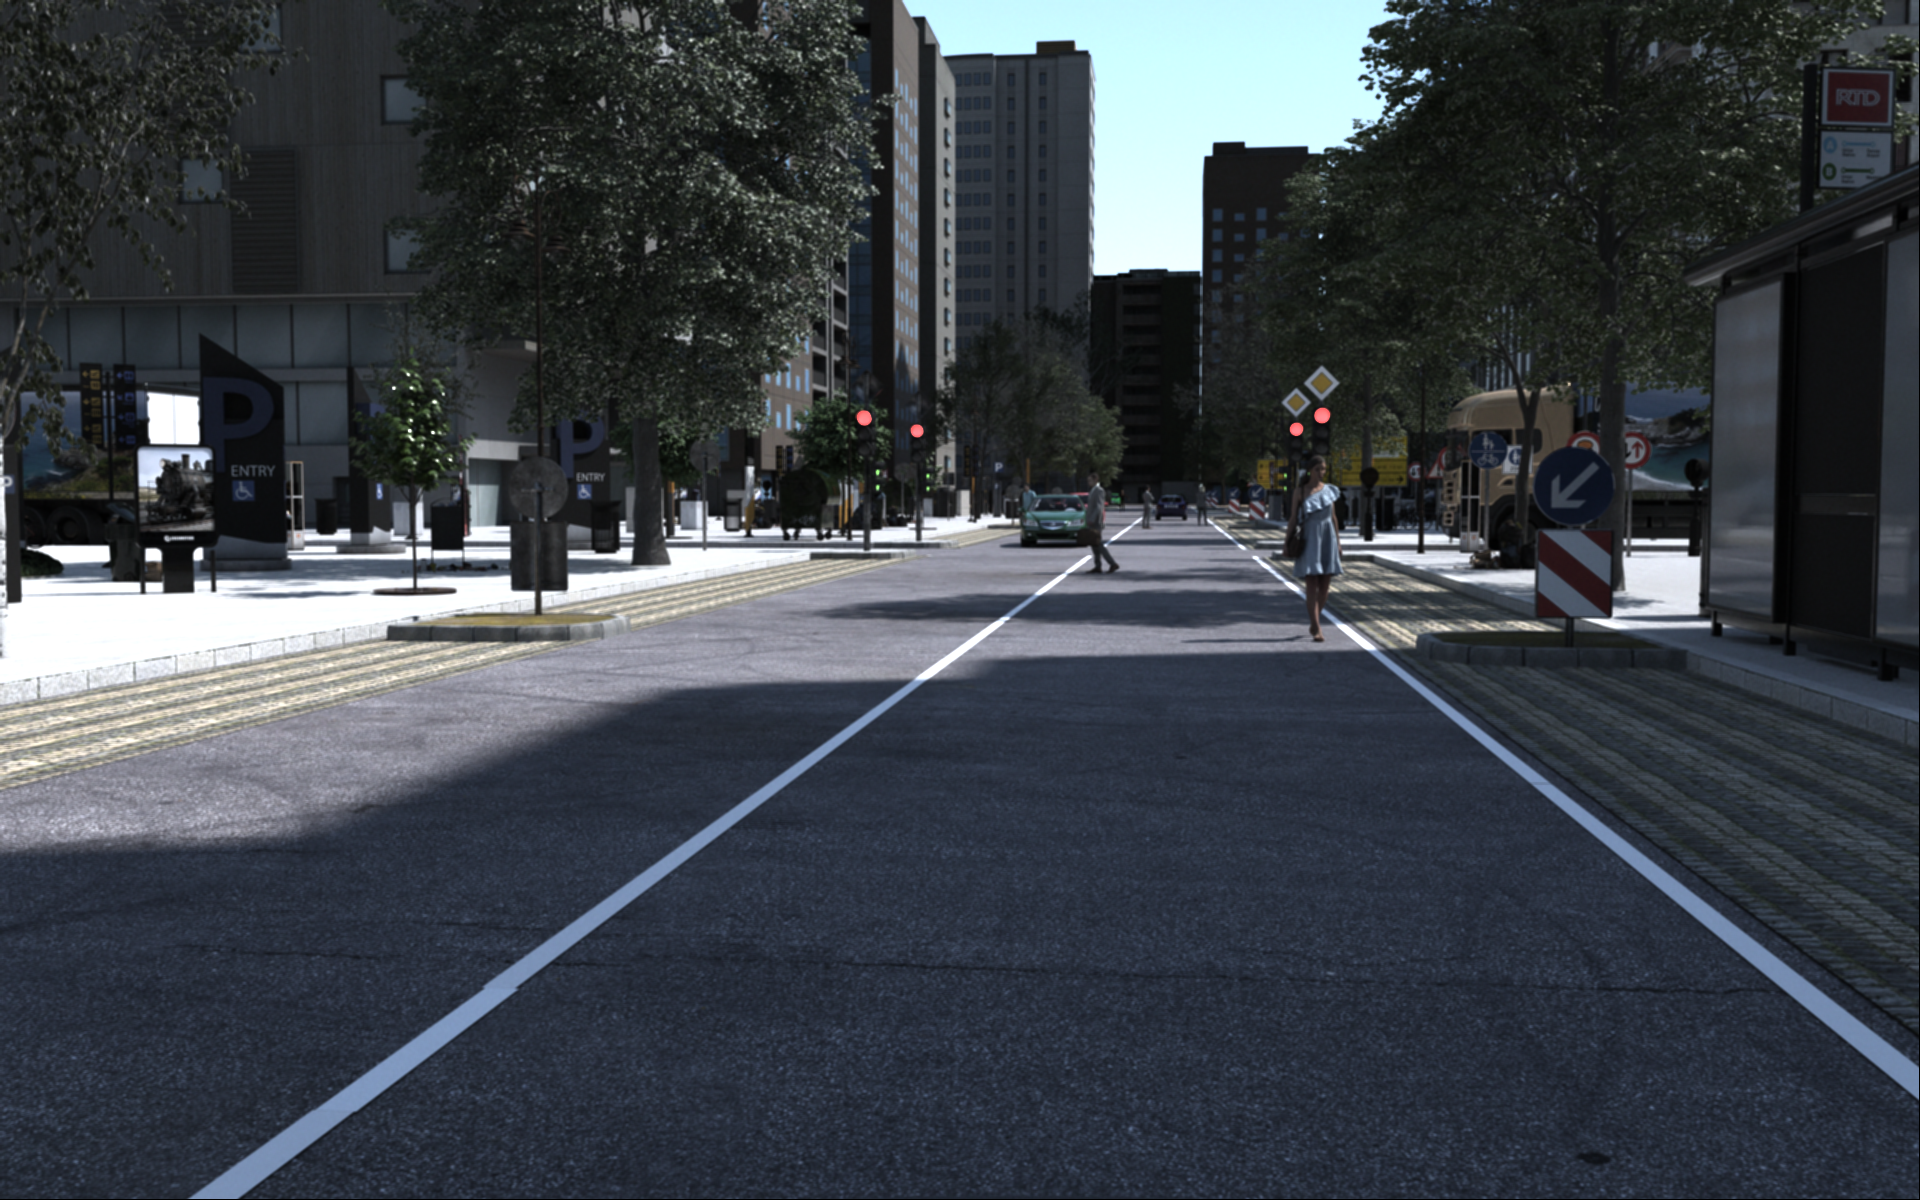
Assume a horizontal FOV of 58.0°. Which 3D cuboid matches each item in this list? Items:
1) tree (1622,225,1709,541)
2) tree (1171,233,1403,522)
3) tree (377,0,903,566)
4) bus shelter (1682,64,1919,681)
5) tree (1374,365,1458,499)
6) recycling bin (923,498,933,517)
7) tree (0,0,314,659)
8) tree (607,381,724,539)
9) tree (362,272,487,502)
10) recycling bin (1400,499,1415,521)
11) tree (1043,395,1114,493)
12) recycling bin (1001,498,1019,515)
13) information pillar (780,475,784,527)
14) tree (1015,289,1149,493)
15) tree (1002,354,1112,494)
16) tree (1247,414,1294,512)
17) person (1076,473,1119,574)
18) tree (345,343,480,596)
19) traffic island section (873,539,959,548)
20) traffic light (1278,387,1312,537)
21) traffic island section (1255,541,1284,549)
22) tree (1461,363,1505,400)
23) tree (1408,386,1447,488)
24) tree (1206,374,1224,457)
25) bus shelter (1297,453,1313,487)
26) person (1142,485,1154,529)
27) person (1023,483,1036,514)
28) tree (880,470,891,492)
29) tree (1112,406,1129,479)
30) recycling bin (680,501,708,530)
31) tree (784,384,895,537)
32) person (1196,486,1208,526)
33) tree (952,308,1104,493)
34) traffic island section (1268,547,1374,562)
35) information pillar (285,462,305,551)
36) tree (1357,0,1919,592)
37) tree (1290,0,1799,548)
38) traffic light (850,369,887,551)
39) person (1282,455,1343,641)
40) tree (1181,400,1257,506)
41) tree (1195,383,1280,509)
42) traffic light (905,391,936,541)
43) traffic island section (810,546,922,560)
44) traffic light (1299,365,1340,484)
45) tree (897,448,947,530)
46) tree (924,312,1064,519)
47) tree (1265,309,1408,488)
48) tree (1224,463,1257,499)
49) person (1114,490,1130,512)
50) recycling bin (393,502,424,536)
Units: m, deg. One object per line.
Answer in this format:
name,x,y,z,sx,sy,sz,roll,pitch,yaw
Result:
tree,19.111,-5.923,47.197,4.360,8.622,3.978,0,3,0
tree,15.495,-10.432,80.927,12.009,13.543,11.850,0,3,0
tree,-5.580,-7.591,30.766,9.857,13.997,8.962,0,3,0
bus shelter,7.404,-2.223,13.981,2.179,5.291,8.768,0,4,7
tree,23.988,-8.752,93.452,4.360,8.622,3.978,0,3,0
recycling bin,-1.657,-5.286,98.984,0.722,1.027,0.722,3,4,37
tree,-7.275,-3.853,13.352,4.360,8.622,3.978,0,3,0
tree,-8.484,-4.057,50.046,4.285,4.588,4.351,0,3,0
tree,-18.104,-6.593,58.162,4.360,8.622,3.978,0,3,0
recycling bin,21.658,-4.361,83.856,0.722,1.027,0.722,0,4,1
tree,12.342,-15.631,181.324,9.928,11.665,9.643,0,3,0
recycling bin,3.078,-5.597,104.071,0.722,1.027,0.722,1,4,19
information pillar,-6.602,-3.736,65.572,0.304,2.012,0.304,2,4,27
tree,11.642,-18.468,157.839,12.611,20.169,13.585,0,3,0
tree,7.328,-13.418,137.505,7.486,12.596,7.792,0,3,0
tree,21.948,-10.570,123.175,4.360,8.622,3.978,0,3,0
person,2.444,-1.387,31.304,0.853,1.813,0.709,-1,4,-15
tree,-6.955,-1.700,22.394,1.663,3.219,1.824,0,3,0
traffic island section,-1.140,-1.517,47.086,2.009,0.180,2.903,0,4,7
traffic light,8.836,-3.475,45.734,0.839,4.253,0.868,0,4,7
traffic island section,8.874,-1.441,45.843,2.009,0.180,2.903,0,4,7
tree,29.441,-9.000,97.516,4.360,8.622,3.978,0,3,0
tree,29.130,-9.781,110.280,4.737,8.622,4.395,0,3,0
tree,12.360,-8.203,52.252,7.486,12.596,7.792,0,3,0
bus shelter,18.995,-7.043,92.784,2.179,5.291,8.768,0,4,7
person,7.820,-3.860,71.794,0.466,1.800,0.511,-3,5,-44
person,2.466,-3.158,60.156,0.660,1.820,0.620,3,5,39
tree,-5.275,-7.410,115.750,1.663,3.219,1.824,0,3,0
tree,15.600,-17.178,198.983,7.486,12.596,7.792,0,3,0
recycling bin,-9.535,-3.031,62.108,0.722,1.027,0.722,2,4,29
tree,-3.596,-4.171,51.917,4.285,4.588,4.351,0,3,0
person,10.811,-4.209,77.495,0.537,1.800,0.526,3,4,37
tree,4.303,-12.488,114.547,12.009,13.543,11.850,0,3,0
traffic island section,7.890,-0.956,37.918,2.009,0.180,2.903,0,4,7
information pillar,-15.115,-2.130,39.311,0.304,2.012,0.304,3,4,36
tree,8.469,-6.418,23.059,7.486,12.596,7.792,0,3,0
tree,10.217,-5.929,31.349,8.767,10.594,7.601,1,4,12
traffic light,-2.085,-3.064,39.022,0.839,4.253,0.868,0,4,7
person,3.469,-0.519,17.077,0.616,1.811,0.778,0,4,2
tree,28.617,-16.610,188.585,9.611,12.733,9.660,0,3,0
tree,24.585,-13.900,153.015,9.928,11.665,9.643,0,3,0
traffic light,-1.101,-3.549,46.947,0.839,4.253,0.868,0,4,7
traffic island section,-2.124,-1.032,39.162,2.009,0.180,2.903,0,4,7
traffic light,7.852,-2.990,37.809,0.839,4.253,0.868,0,4,7
tree,-1.302,-4.151,62.473,1.663,3.219,1.824,0,3,0
tree,1.211,-9.426,88.535,7.601,10.594,8.767,2,4,28
tree,13.508,-6.952,64.032,4.737,8.622,4.395,0,3,0
tree,27.902,-11.517,172.014,4.285,4.588,4.351,0,3,0
person,12.890,-7.873,137.739,1.217,1.766,0.721,1,4,16
recycling bin,-16.979,-2.493,53.318,0.722,1.027,0.722,0,3,0
